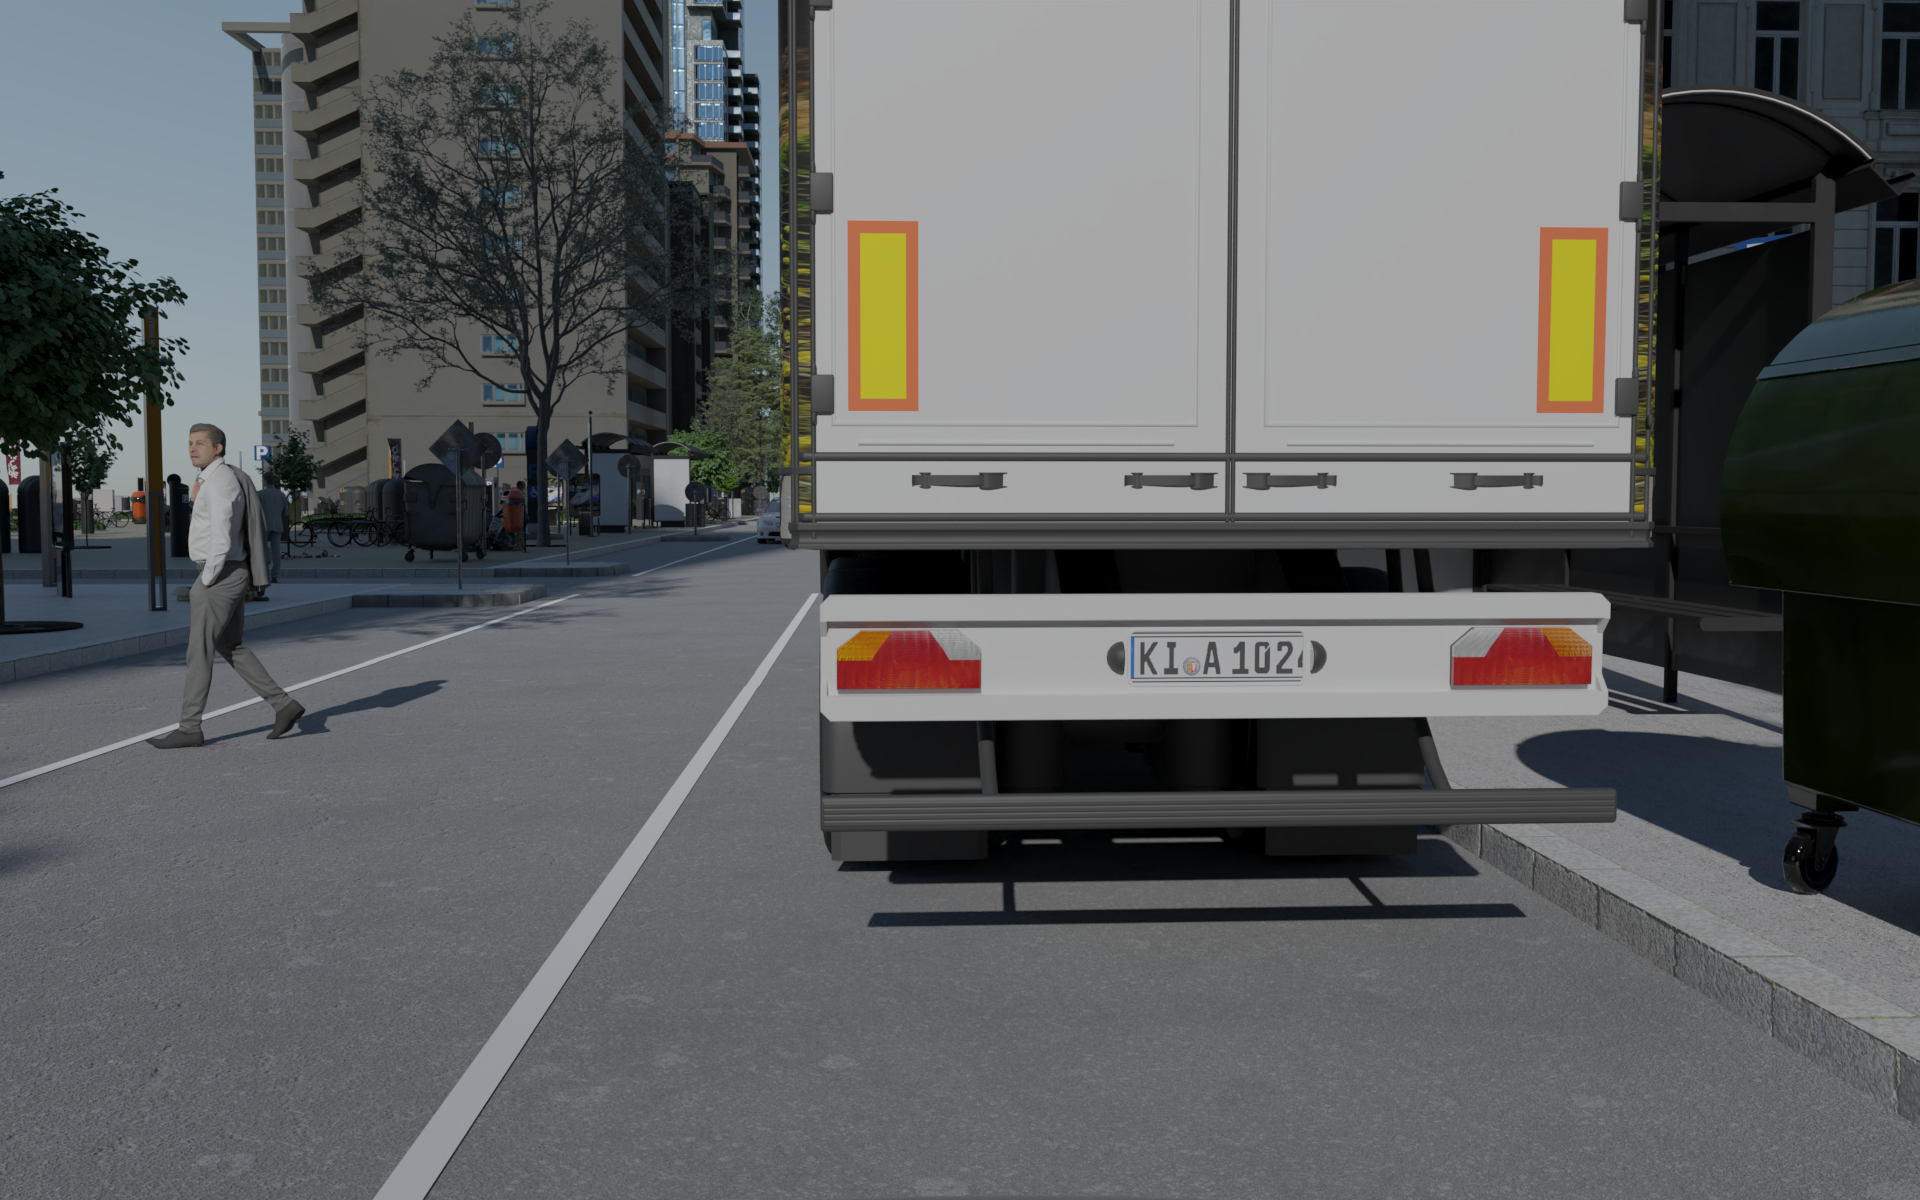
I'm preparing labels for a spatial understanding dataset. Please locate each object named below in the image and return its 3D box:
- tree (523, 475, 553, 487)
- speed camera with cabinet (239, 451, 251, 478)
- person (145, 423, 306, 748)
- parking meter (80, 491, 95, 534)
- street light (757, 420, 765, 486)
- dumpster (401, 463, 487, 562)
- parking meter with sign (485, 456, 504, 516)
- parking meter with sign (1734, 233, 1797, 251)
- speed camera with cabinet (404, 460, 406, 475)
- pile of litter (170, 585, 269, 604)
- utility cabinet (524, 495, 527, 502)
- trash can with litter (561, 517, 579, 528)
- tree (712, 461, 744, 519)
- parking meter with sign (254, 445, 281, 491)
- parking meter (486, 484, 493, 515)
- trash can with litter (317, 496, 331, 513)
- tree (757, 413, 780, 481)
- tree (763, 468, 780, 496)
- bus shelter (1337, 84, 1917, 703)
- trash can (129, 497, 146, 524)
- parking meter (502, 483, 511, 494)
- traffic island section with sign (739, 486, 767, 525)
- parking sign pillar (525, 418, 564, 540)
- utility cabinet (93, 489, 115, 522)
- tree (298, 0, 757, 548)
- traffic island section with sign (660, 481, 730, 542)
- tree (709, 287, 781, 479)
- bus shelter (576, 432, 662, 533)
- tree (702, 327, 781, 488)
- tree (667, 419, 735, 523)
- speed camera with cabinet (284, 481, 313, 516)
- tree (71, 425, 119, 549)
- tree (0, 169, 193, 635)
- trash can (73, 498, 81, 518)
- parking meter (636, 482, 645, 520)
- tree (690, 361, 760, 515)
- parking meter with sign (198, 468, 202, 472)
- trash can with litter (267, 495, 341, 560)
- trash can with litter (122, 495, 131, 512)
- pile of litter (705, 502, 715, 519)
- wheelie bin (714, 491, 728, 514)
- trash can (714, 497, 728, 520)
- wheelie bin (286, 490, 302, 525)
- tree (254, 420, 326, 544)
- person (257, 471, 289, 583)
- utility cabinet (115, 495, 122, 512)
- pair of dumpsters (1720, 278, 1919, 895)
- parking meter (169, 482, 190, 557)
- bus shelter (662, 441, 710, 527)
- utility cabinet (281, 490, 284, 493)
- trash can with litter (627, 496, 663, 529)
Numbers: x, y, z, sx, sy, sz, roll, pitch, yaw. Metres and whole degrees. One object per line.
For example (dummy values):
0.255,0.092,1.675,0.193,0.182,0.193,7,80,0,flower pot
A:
-23.450,-6.217,96.255,1.663,3.219,1.824,0,3,0,tree
-33.624,-5.199,79.346,2.038,3.252,0.660,-2,4,-34,speed camera with cabinet
-4.219,-0.081,9.918,0.850,1.850,0.679,-1,4,-22,person
-28.108,-2.898,55.786,0.372,1.533,0.369,0,3,0,parking meter
-12.457,-8.282,108.192,0.468,5.910,1.993,0,4,-2,street light
-9.907,-1.683,33.272,1.264,1.857,1.865,0,4,-3,dumpster
-21.114,-5.000,78.018,0.543,3.016,1.738,0,4,6,parking meter with sign
6.186,-0.979,12.274,1.738,3.016,0.543,-2,4,-35,parking meter with sign
-32.669,-6.600,102.251,0.660,3.252,2.038,0,4,4,speed camera with cabinet
-8.883,-0.420,20.828,1.176,0.858,1.719,-1,4,-8,pile of litter
-23.447,-5.138,95.175,1.020,1.237,0.306,-1,4,-9,utility cabinet
-16.247,-3.788,72.986,2.233,1.210,1.678,-3,4,-38,trash can with litter
-11.978,-5.724,88.196,1.663,3.219,1.824,0,3,0,tree
-24.920,-4.069,62.792,0.543,3.016,1.738,0,4,1,parking meter with sign
-11.956,-2.153,43.617,0.372,1.533,0.369,0,3,0,parking meter
-29.196,-4.205,80.136,1.055,1.170,0.624,1,4,15,trash can with litter
-16.833,-16.208,182.015,9.611,12.733,9.660,0,3,0,tree
-14.137,-8.344,131.018,1.663,3.219,1.824,0,3,0,tree
3.603,-1.066,11.349,2.014,3.302,5.546,0,4,-2,bus shelter
-34.911,-3.794,73.688,0.748,1.137,0.748,0,3,0,trash can
-23.580,-5.164,90.135,0.255,1.863,0.399,3,5,40,parking meter
-9.300,-4.435,81.136,1.989,1.847,2.006,0,4,-2,traffic island section with sign
-11.969,-3.705,49.046,1.447,3.967,1.447,0,4,-6,parking sign pillar
-39.577,-4.347,79.745,1.173,1.500,0.318,-1,4,-8,utility cabinet
-10.162,-8.042,41.851,12.009,13.543,11.850,0,3,0,tree
-8.073,-2.715,53.011,1.989,1.847,2.006,0,4,-2,traffic island section with sign
-13.639,-17.388,140.181,12.611,20.169,13.585,0,3,0,tree
-11.706,-4.013,59.536,2.014,3.302,5.546,0,4,-3,bus shelter
-13.912,-12.226,118.016,7.486,12.596,7.792,0,3,0,tree
-11.409,-5.652,76.128,4.285,4.588,4.351,0,3,0,tree
-37.396,-6.338,97.957,0.660,3.252,2.038,1,4,12,speed camera with cabinet
-20.729,-2.822,40.741,1.663,3.219,1.824,0,3,0,tree
-9.181,-1.992,16.291,4.285,4.588,4.351,0,3,0,tree
-35.782,-3.584,70.245,0.748,1.137,0.748,0,3,0,trash can
-15.688,-4.857,85.118,0.399,1.863,0.255,2,4,30,parking meter
-13.232,-8.940,96.539,4.360,8.622,3.978,0,3,0,tree
-38.166,-5.663,88.853,0.543,3.016,1.738,2,4,27,parking meter with sign
-13.270,-1.446,34.693,1.678,1.210,2.233,2,4,35,trash can with litter
-47.858,-5.456,100.262,1.678,1.210,2.233,2,4,27,trash can with litter
-13.332,-4.735,91.377,1.176,0.858,1.719,3,5,41,pile of litter
-13.992,-5.731,101.609,0.980,1.594,0.693,1,4,16,wheelie bin
-11.874,-4.555,86.135,0.748,1.137,0.748,0,3,0,trash can
-27.433,-3.873,71.227,0.693,1.594,0.980,-2,4,-29,wheelie bin
-17.468,-3.108,45.422,1.663,3.219,1.824,0,3,0,tree
-11.236,-1.184,28.058,0.583,1.804,0.606,3,4,36,person
-45.535,-5.000,92.914,1.020,1.237,0.306,-2,4,-28,utility cabinet
3.347,-0.062,3.512,1.574,2.255,4.437,0,4,-2,pair of dumpsters
-15.912,-1.646,35.328,0.372,1.533,0.369,0,3,0,parking meter
-11.282,-4.612,69.334,2.014,3.302,5.546,0,4,-2,bus shelter
-38.832,-5.543,99.311,1.173,1.500,0.318,2,4,24,utility cabinet
-11.868,-3.254,64.253,1.678,1.210,2.233,1,4,12,trash can with litter
